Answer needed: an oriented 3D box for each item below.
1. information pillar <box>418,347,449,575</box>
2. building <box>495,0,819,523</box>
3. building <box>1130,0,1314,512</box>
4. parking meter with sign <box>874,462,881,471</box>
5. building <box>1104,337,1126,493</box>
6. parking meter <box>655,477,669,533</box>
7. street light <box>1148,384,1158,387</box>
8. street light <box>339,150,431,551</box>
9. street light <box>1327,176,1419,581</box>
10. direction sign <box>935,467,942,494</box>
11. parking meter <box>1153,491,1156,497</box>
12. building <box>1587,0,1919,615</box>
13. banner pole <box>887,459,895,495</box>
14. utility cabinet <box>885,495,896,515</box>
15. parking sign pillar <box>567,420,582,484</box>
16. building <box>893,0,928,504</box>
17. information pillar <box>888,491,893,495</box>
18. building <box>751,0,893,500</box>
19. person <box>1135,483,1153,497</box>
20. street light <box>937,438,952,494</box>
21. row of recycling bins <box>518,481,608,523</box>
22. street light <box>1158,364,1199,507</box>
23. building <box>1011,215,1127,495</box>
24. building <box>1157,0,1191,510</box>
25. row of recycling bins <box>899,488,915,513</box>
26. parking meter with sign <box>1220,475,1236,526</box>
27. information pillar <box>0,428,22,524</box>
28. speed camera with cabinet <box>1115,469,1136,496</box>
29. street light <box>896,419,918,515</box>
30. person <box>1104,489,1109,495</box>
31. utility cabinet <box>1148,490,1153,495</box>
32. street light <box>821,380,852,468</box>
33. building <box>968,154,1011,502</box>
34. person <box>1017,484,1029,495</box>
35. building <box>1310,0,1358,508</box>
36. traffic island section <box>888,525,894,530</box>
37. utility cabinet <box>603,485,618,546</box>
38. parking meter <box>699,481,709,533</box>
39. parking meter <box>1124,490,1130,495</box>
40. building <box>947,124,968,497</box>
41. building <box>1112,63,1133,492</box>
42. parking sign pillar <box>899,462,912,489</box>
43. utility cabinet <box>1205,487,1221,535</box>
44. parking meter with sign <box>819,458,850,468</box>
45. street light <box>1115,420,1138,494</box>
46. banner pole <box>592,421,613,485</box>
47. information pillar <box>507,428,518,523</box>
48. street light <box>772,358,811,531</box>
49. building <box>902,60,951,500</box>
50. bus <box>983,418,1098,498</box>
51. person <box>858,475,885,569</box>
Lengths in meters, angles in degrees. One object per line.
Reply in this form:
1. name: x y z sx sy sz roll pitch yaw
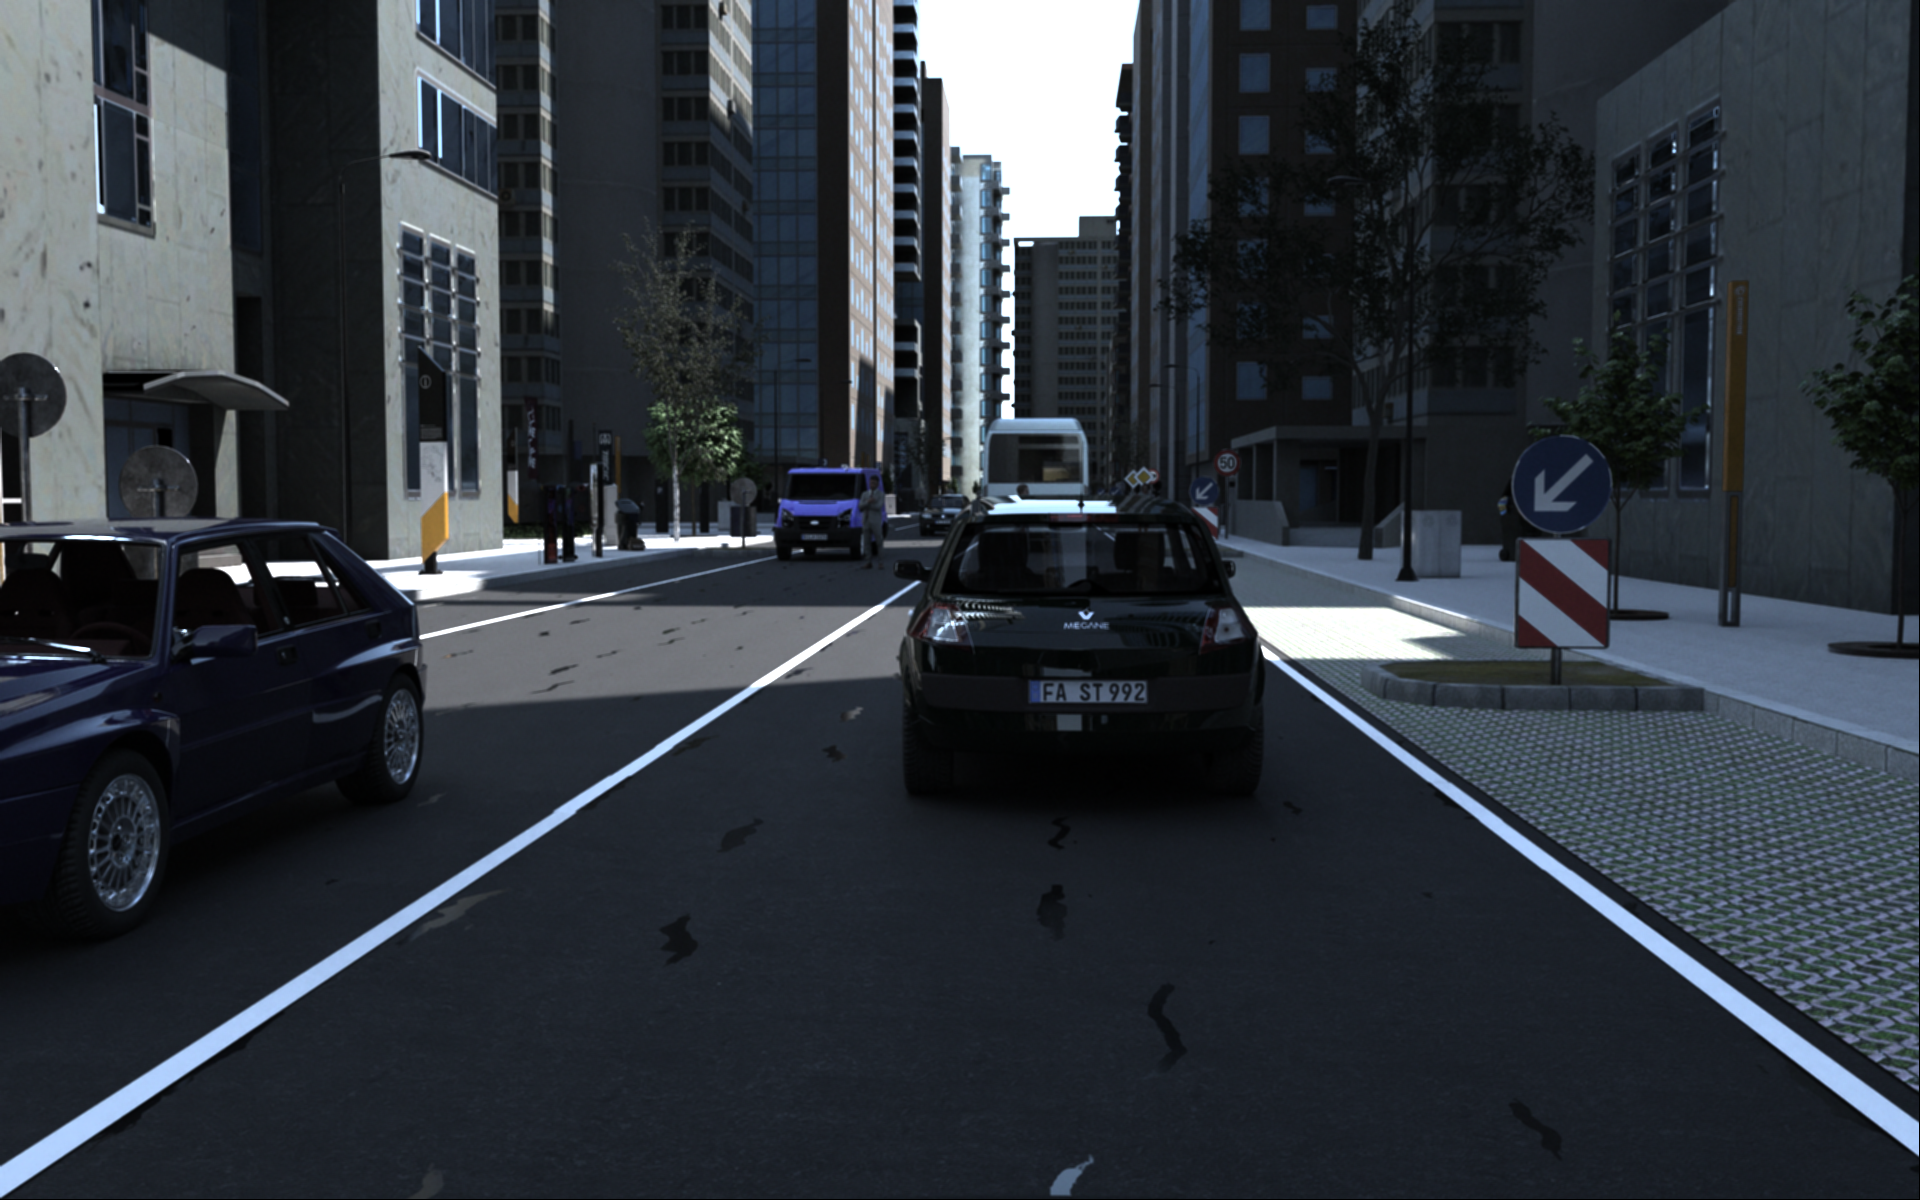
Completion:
1. information pillar: -8.375 -2.212 27.518 0.504 3.616 0.183 1 4 22
2. building: -23.178 -23.939 83.282 32.217 40.220 23.993 0 4 3
3. building: 22.384 -30.752 152.900 14.600 45.320 14.200 0 4 3
4. parking meter with sign: -5.107 -5.975 93.948 1.738 3.016 0.543 3 4 36
5. building: 31.324 -21.993 204.623 27.650 21.520 28.899 0 4 3
6. parking meter: -9.869 -3.154 57.285 0.399 1.863 0.255 1 4 21
7. street light: 8.631 -6.151 73.111 1.470 5.913 1.316 0 4 3
8. street light: -7.828 -3.119 23.543 1.470 5.913 1.316 0 4 3
9. street light: 6.071 -3.237 25.473 1.470 5.913 1.316 0 4 3
10. direction sign: -1.819 -9.398 145.654 0.379 3.537 0.876 -3 5 -40
11. parking meter: 10.923 -5.495 98.256 0.372 1.533 0.369 0 3 0
12. building: 20.739 -42.658 10.129 22.319 86.520 31.000 0 4 3
13. banner pole: -4.958 -8.167 123.541 0.863 3.779 0.401 -3 5 -40
14. utility cabinet: -4.375 -5.680 104.035 1.020 1.237 0.306 0 4 -8
15. parking sign pillar: -14.112 -4.579 63.343 1.447 3.967 1.447 -1 4 -17
16. building: -13.747 -51.833 160.135 22.319 86.520 31.000 0 4 3
17. information pillar: -5.094 -7.458 126.433 0.304 2.012 0.304 3 5 39
18. building: -12.600 -29.503 132.488 14.600 45.320 14.200 0 4 3
19. person: 5.797 -2.836 55.219 0.716 1.782 0.532 0 4 7
20. street light: -1.331 -10.391 142.437 1.470 5.913 1.316 0 4 3
21. row of recycling bins: -13.045 -3.059 57.136 1.069 1.692 3.534 3 4 39
22. street light: 7.974 -5.474 62.037 1.470 5.913 1.316 0 4 3
23. building: 19.278 -33.786 244.289 23.993 40.220 32.217 0 4 3
24. building: 21.986 -34.063 98.921 21.231 58.520 28.212 0 4 3
25. row of recycling bins: -3.824 -7.027 122.007 1.069 1.692 3.534 0 4 7
26. parking meter with sign: 11.174 -4.506 69.932 1.738 3.016 0.543 3 5 44
27. information pillar: -9.007 -0.723 16.312 0.304 2.012 0.304 2 4 23
28. speed camera with cabinet: 12.943 -8.628 135.404 0.660 3.252 2.038 3 5 40
29. street light: -3.270 -8.212 106.804 1.470 5.913 1.316 0 4 3
30. person: 9.562 -6.258 111.168 0.716 1.782 0.532 1 4 16
31. utility cabinet: 9.734 -4.912 88.983 0.318 1.500 1.173 1 4 11
32. street light: -5.093 -6.010 70.798 1.470 5.913 1.316 0 4 3
33. building: -8.107 -38.051 241.740 30.456 49.044 23.786 0 4 3
34. person: 1.069 -1.189 29.751 0.330 1.601 0.589 2 4 27
35. building: 21.534 -29.262 128.542 14.600 45.320 14.200 0 4 3
36. traffic island section: -3.784 -2.967 70.792 2.009 0.180 2.903 0 4 3
37. utility cabinet: -8.697 -2.101 43.032 0.318 1.500 1.173 -1 4 -15
38. parking meter: -8.473 -3.160 57.380 0.255 1.863 0.399 -1 4 -19
39. parking meter: 11.421 -6.739 118.588 0.372 1.533 0.369 0 3 0
40. building: -15.163 -36.103 209.888 30.456 49.044 23.786 0 4 3
41. building: 26.744 -31.820 174.881 22.147 44.769 28.867 0 4 3
42. parking sign pillar: -4.558 -9.518 144.083 1.447 3.967 1.447 2 4 34
43. utility cabinet: 7.839 -2.760 53.810 0.318 1.500 1.173 1 4 18
44. parking meter with sign: -6.053 -5.365 83.973 1.738 3.016 0.543 3 5 42
45. street light: 10.576 -8.330 108.744 1.470 5.913 1.316 0 4 3
46. banner pole: -12.344 -4.255 59.587 0.863 3.779 0.401 0 4 3
47. information pillar: -15.848 -4.283 61.382 0.504 3.616 0.183 3 4 37
48. street light: -5.778 -5.312 59.388 1.470 5.913 1.316 0 4 3
49. building: -8.306 -32.635 183.693 14.600 45.320 14.200 0 4 3
50. bus: 2.370 -3.287 48.607 2.948 3.499 13.247 0 4 5
51. person: -1.693 -1.503 33.259 0.511 1.800 0.466 0 4 7
